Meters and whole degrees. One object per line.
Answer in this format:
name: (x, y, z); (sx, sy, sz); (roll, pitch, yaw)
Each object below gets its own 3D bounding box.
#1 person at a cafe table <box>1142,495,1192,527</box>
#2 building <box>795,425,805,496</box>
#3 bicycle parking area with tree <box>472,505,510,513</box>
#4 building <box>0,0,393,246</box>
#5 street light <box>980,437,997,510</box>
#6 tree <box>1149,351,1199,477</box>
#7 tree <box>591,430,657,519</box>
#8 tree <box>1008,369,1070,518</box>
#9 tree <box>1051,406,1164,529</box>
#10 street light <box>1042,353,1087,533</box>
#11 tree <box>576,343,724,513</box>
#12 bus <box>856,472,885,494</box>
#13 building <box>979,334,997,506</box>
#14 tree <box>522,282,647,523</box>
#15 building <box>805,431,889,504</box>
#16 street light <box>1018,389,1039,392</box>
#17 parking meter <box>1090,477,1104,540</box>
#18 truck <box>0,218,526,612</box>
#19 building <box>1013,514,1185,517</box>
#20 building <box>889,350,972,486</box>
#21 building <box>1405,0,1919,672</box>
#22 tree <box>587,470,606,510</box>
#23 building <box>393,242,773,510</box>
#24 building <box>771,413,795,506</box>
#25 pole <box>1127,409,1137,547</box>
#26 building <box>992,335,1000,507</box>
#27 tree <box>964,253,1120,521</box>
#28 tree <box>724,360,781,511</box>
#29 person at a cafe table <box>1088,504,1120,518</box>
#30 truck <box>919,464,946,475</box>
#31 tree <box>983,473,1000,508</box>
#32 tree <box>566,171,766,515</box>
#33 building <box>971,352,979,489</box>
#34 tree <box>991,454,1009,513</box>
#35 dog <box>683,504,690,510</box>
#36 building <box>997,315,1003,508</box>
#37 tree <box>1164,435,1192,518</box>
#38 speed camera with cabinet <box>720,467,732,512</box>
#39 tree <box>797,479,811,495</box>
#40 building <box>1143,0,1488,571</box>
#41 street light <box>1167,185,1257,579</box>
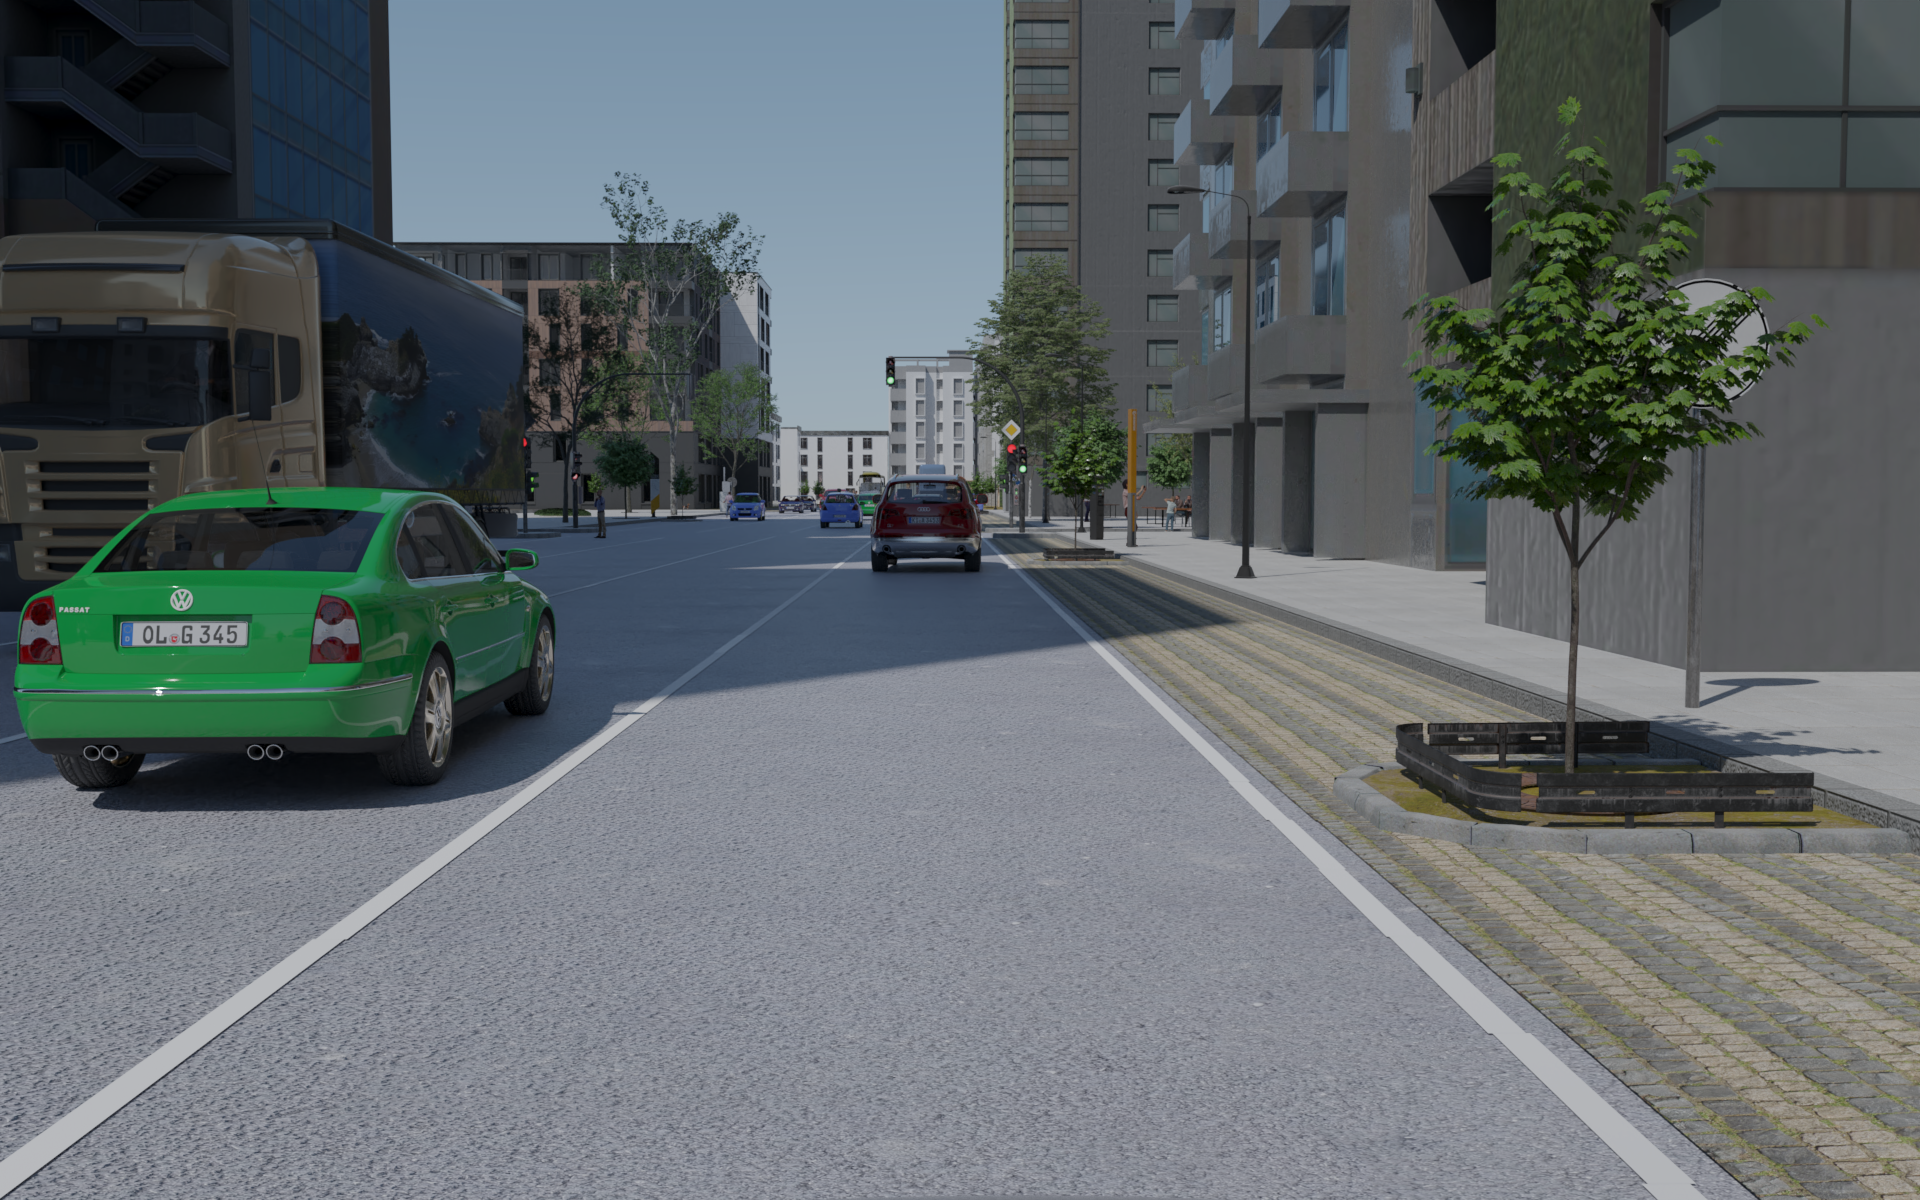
person at a cafe table: (8.859, -3.856, 73.905); (1.726, 1.238, 1.698); (-1, 4, -13)
building: (-33.778, -16.517, 212.196); (28.070, 9.664, 9.099); (0, 4, -1)
bicycle parking area with tree: (-25.899, -5.993, 84.981); (9.016, 4.147, 8.231); (0, 4, 7)
building: (-24.506, -24.193, 45.668); (14.200, 45.320, 14.600); (0, 4, -1)
street light: (2.333, -10.237, 139.914); (1.470, 5.913, 1.316); (0, 4, -1)
tree: (11.823, -8.447, 88.465); (4.737, 8.622, 4.395); (0, 3, 0)
tree: (-17.338, -6.481, 89.670); (4.285, 4.588, 4.351); (0, 3, 0)
tree: (3.849, -8.723, 92.986); (4.360, 8.622, 3.978); (0, 3, 0)
tree: (5.106, -4.968, 64.938); (4.285, 4.588, 4.351); (0, 3, 0)
street light: (3.496, -5.185, 57.311); (1.470, 5.913, 1.316); (0, 4, -1)
tree: (-22.529, -11.769, 118.185); (9.928, 11.665, 9.643); (0, 3, 0)
bus: (-9.801, -12.334, 193.204); (2.896, 3.916, 12.252); (0, 4, 0)
building: (10.931, -20.414, 200.223); (16.747, 18.905, 31.486); (0, 4, -1)
tree: (-17.749, -8.724, 77.049); (8.767, 10.594, 7.601); (0, 4, 3)
building: (-23.486, -17.582, 229.610); (28.070, 9.664, 9.099); (0, 4, -1)
street light: (3.252, -6.351, 76.385); (1.470, 5.913, 1.316); (0, 4, -1)
parking meter: (3.826, -2.609, 48.370); (0.255, 1.863, 0.399); (-2, 4, -30)
truck: (-7.572, -1.897, 19.933); (2.839, 4.237, 11.283); (0, 4, 0)
building: (9.911, -25.708, 103.925); (14.154, 41.232, 14.086); (0, 4, -1)
building: (-3.817, -23.057, 233.397); (11.380, 20.091, 16.016); (0, 4, -1)
building: (12.210, -15.094, 18.487); (14.160, 30.474, 14.107); (0, 4, -1)
tree: (-29.067, -8.825, 138.888); (1.663, 3.219, 1.824); (0, 3, 0)
building: (-32.483, -19.144, 156.981); (27.936, 21.610, 32.646); (0, 4, -1)
building: (-23.914, -15.067, 188.496); (9.099, 9.664, 28.070); (0, 4, -1)
pole: (4.134, -2.921, 41.601); (0.158, 3.312, 0.155); (0, 3, 0)
building: (11.375, -19.717, 178.797); (16.016, 20.091, 11.380); (0, 4, -1)
tree: (3.682, -10.035, 82.205); (7.486, 12.596, 7.792); (0, 3, 0)
tree: (-17.433, -12.729, 133.876); (9.928, 11.665, 9.643); (0, 3, 0)
person at a cafe table: (7.606, -5.196, 93.474); (1.622, 1.524, 1.698); (-1, 4, -11)
truck: (-2.263, -9.854, 150.879); (2.967, 4.110, 18.799); (0, 4, -2)
tree: (2.786, -9.944, 157.180); (1.663, 3.219, 1.824); (0, 3, 0)
tree: (-18.836, -15.198, 104.369); (12.611, 20.169, 13.585); (0, 3, 0)
building: (7.629, -23.032, 232.990); (11.380, 20.091, 16.016); (0, 4, -1)
tree: (3.839, -8.394, 120.963); (4.285, 4.588, 4.351); (0, 3, 0)
dog: (-21.999, -7.468, 138.940); (0.406, 0.507, 0.540); (2, 4, 30)
building: (12.537, -17.798, 157.456); (16.747, 18.905, 31.486); (0, 4, -1)
tree: (11.625, -6.797, 94.850); (4.285, 4.588, 4.351); (0, 3, 0)
speed camera with cabinet: (-17.100, -8.077, 126.401); (0.660, 3.252, 2.038); (0, 4, 1)
tree: (-18.508, -13.090, 208.628); (1.663, 3.219, 1.824); (0, 3, 0)
building: (17.241, -25.726, 40.233); (23.786, 49.044, 30.456); (0, 4, -1)
street light: (3.814, -3.284, 26.237); (1.470, 5.913, 1.316); (0, 4, -1)
